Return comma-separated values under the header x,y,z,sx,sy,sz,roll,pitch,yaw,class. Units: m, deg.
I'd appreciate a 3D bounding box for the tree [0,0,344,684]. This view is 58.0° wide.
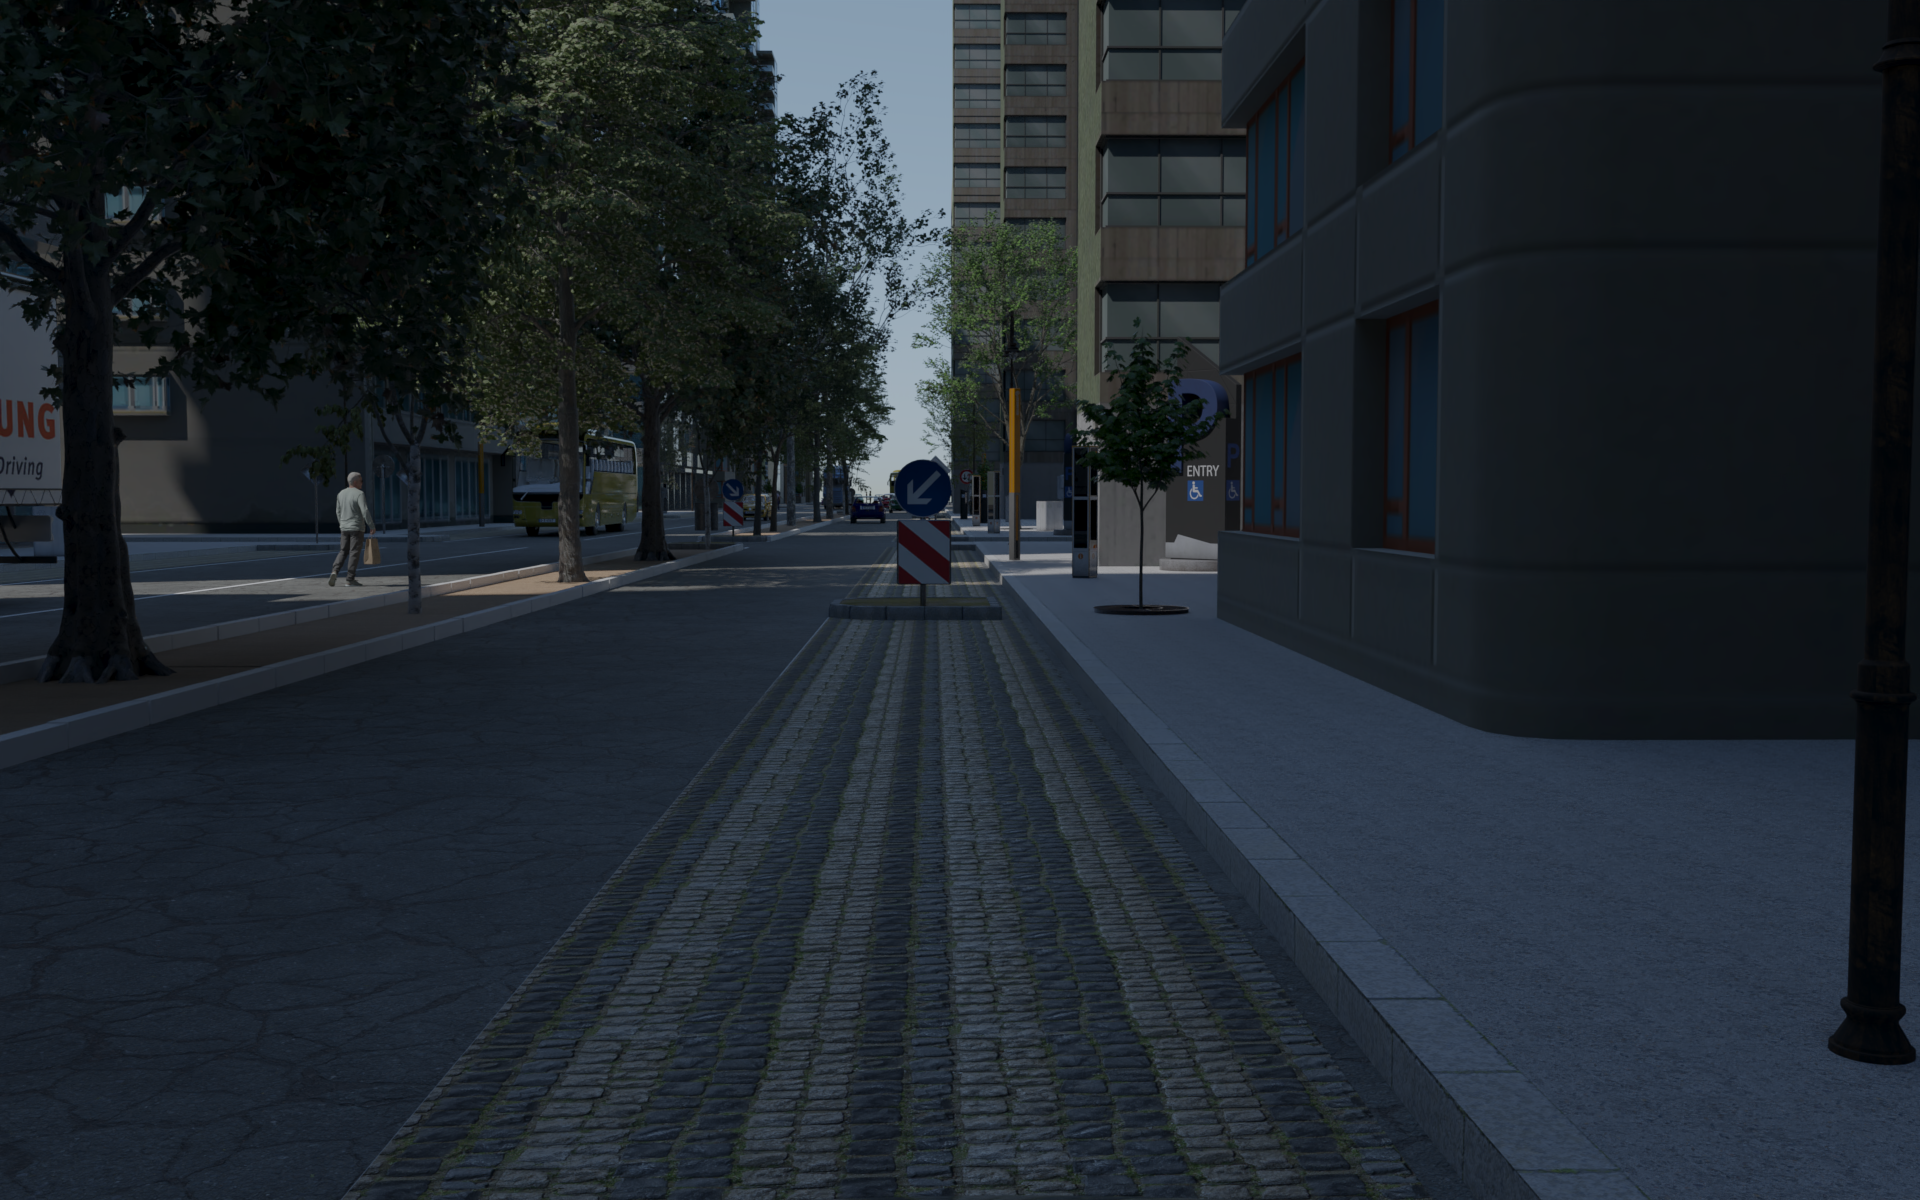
x,y,z,sx,sy,sz,roll,pitch,yaw,class
-6.707,-5.721,13.003,9.611,12.733,9.660,0,3,0,tree

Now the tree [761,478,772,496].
x,y,z,sx,sy,sz,roll,pitch,yaw,class
-21.096,-12.006,190.895,1.663,3.219,1.824,0,3,0,tree

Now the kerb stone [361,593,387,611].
x,y,z,sx,sy,sz,roll,pitch,yaw,class
-7.369,0.044,21.507,0.120,0.150,1.000,0,4,-1,kerb stone

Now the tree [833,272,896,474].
x,y,z,sx,sy,sz,roll,pitch,yaw,class
-7.108,-10.162,86.737,7.486,12.596,7.792,0,3,0,tree

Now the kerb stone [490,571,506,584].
x,y,z,sx,sy,sz,roll,pitch,yaw,class
-7.472,-0.330,27.647,0.120,0.150,1.000,0,4,-1,kerb stone

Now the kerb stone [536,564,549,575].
x,y,z,sx,sy,sz,roll,pitch,yaw,class
-7.511,-0.519,30.716,0.120,0.150,1.000,0,4,-1,kerb stone

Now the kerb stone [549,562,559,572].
x,y,z,sx,sy,sz,roll,pitch,yaw,class
-7.531,-0.584,31.738,0.120,0.150,1.000,0,4,-1,kerb stone

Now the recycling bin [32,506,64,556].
x,y,z,sx,sy,sz,roll,pitch,yaw,class
-18.738,-1.427,35.885,0.722,1.027,0.722,-1,4,-17,recycling bin

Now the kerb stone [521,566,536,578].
x,y,z,sx,sy,sz,roll,pitch,yaw,class
-7.495,-0.456,29.693,0.120,0.150,1.000,0,4,-1,kerb stone

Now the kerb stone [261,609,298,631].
x,y,z,sx,sy,sz,roll,pitch,yaw,class
-7.320,0.233,18.424,0.120,0.150,1.000,0,4,-1,kerb stone

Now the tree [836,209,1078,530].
x,y,z,sx,sy,sz,roll,pitch,yaw,class
2.065,-8.359,62.423,9.928,11.665,9.643,0,3,0,tree

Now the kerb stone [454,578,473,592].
x,y,z,sx,sy,sz,roll,pitch,yaw,class
-7.437,-0.202,25.603,0.120,0.150,1.000,0,4,-1,kerb stone

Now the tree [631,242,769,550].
x,y,z,sx,sy,sz,roll,pitch,yaw,class
-6.451,-5.574,43.961,4.360,8.622,3.978,0,3,0,tree

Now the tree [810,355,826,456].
x,y,z,sx,sy,sz,roll,pitch,yaw,class
-7.944,-11.679,119.170,9.928,11.665,9.643,0,3,0,tree

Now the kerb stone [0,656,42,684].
x,y,z,sx,sy,sz,roll,pitch,yaw,class
-7.235,0.546,13.304,0.120,0.150,1.000,0,4,-1,kerb stone

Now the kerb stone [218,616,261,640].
x,y,z,sx,sy,sz,roll,pitch,yaw,class
-7.298,0.294,17.393,0.120,0.150,1.000,0,4,-1,kerb stone

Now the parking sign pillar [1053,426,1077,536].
x,y,z,sx,sy,sz,roll,pitch,yaw,class
3.631,-4.007,53.989,1.447,3.967,1.447,1,4,22,parking sign pillar

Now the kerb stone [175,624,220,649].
x,y,z,sx,sy,sz,roll,pitch,yaw,class
-7.286,0.361,16.371,0.120,0.150,1.000,0,4,-1,kerb stone

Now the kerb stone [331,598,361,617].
x,y,z,sx,sy,sz,roll,pitch,yaw,class
-7.346,0.105,20.484,0.120,0.150,1.000,0,4,-1,kerb stone

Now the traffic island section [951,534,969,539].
x,y,z,sx,sy,sz,roll,pitch,yaw,class
-0.740,-1.890,53.175,2.009,0.180,2.903,0,4,-1,traffic island section

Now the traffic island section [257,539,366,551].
x,y,z,sx,sy,sz,roll,pitch,yaw,class
-16.698,-1.386,44.934,2.009,0.180,2.903,0,4,-1,traffic island section

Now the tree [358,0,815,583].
x,y,z,sx,sy,sz,roll,pitch,yaw,class
-6.180,-6.524,27.248,7.486,12.596,7.792,0,3,0,tree

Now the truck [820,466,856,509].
x,y,z,sx,sy,sz,roll,pitch,yaw,class
-11.505,-10.977,169.240,2.967,4.110,18.799,0,4,0,truck

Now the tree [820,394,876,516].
x,y,z,sx,sy,sz,roll,pitch,yaw,class
-8.060,-10.622,126.491,4.360,8.622,3.978,0,3,0,tree

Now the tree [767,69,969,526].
x,y,z,sx,sy,sz,roll,pitch,yaw,class
-6.351,-13.336,76.387,12.611,20.169,13.585,0,3,0,tree

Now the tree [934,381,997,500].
x,y,z,sx,sy,sz,roll,pitch,yaw,class
0.562,-9.769,110.089,4.737,8.622,4.395,0,3,0,tree

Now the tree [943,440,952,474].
x,y,z,sx,sy,sz,roll,pitch,yaw,class
-0.113,-16.252,216.086,4.360,8.622,3.978,0,3,0,tree

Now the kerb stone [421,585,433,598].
x,y,z,sx,sy,sz,roll,pitch,yaw,class
-7.406,-0.083,23.555,0.120,0.150,1.000,0,4,-1,kerb stone

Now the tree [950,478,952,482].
x,y,z,sx,sy,sz,roll,pitch,yaw,class
-0.619,-10.594,167.814,1.663,3.219,1.824,0,3,0,tree

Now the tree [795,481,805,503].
x,y,z,sx,sy,sz,roll,pitch,yaw,class
-21.978,-14.899,238.203,1.663,3.219,1.824,0,3,0,tree

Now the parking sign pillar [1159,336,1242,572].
x,y,z,sx,sy,sz,roll,pitch,yaw,class
4.096,-2.489,29.163,1.447,3.967,1.447,-3,5,-42,parking sign pillar

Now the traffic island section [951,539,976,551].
x,y,z,sx,sy,sz,roll,pitch,yaw,class
-0.609,-1.401,45.191,2.009,0.180,2.903,0,4,-1,traffic island section

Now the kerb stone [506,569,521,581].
x,y,z,sx,sy,sz,roll,pitch,yaw,class
-7.490,-0.396,28.671,0.120,0.150,1.000,0,4,-1,kerb stone

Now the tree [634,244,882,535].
x,y,z,sx,sy,sz,roll,pitch,yaw,class
-7.109,-7.845,65.137,8.767,10.594,7.601,0,4,-1,tree

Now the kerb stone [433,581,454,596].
x,y,z,sx,sy,sz,roll,pitch,yaw,class
-7.421,-0.144,24.578,0.120,0.150,1.000,0,4,-1,kerb stone

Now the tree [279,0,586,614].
x,y,z,sx,sy,sz,roll,pitch,yaw,class
-6.544,-4.148,20.632,4.737,8.622,4.395,0,3,0,tree

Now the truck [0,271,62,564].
x,y,z,sx,sy,sz,roll,pitch,yaw,class
-13.108,-1.746,17.460,2.839,4.237,11.283,0,4,-1,truck

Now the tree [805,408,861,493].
x,y,z,sx,sy,sz,roll,pitch,yaw,class
-8.011,-9.454,107.389,4.737,8.622,4.395,0,3,0,tree

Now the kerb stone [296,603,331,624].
x,y,z,sx,sy,sz,roll,pitch,yaw,class
-7.332,0.168,19.456,0.120,0.150,1.000,0,4,-1,kerb stone

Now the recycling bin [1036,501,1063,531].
x,y,z,sx,sy,sz,roll,pitch,yaw,class
3.144,-2.944,60.681,0.722,1.027,0.722,-2,4,-24,recycling bin

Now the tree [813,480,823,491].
x,y,z,sx,sy,sz,roll,pitch,yaw,class
-23.709,-18.403,284.595,4.285,4.588,4.351,0,3,0,tree

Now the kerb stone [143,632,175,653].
x,y,z,sx,sy,sz,roll,pitch,yaw,class
-7.265,0.419,15.348,0.120,0.150,1.000,0,4,-1,kerb stone

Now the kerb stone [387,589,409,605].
x,y,z,sx,sy,sz,roll,pitch,yaw,class
-7.388,-0.015,22.533,0.120,0.150,1.000,0,4,-1,kerb stone

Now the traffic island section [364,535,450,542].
x,y,z,sx,sy,sz,roll,pitch,yaw,class
-16.829,-1.874,52.918,2.009,0.180,2.903,0,4,-1,traffic island section

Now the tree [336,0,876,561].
x,y,z,sx,sy,sz,roll,pitch,yaw,class
-6.598,-7.174,36.761,9.611,12.733,9.660,0,3,0,tree

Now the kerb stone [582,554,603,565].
x,y,z,sx,sy,sz,roll,pitch,yaw,class
-7.604,-0.830,35.841,0.120,0.150,1.000,0,4,-1,kerb stone

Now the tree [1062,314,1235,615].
x,y,z,sx,sy,sz,roll,pitch,yaw,class
1.926,-1.483,18.847,1.663,3.219,1.824,0,3,0,tree

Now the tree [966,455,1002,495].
x,y,z,sx,sy,sz,roll,pitch,yaw,class
1.111,-5.520,84.858,1.663,3.219,1.824,0,3,0,tree

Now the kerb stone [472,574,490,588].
x,y,z,sx,sy,sz,roll,pitch,yaw,class
-7.449,-0.271,26.625,0.120,0.150,1.000,0,4,-1,kerb stone
